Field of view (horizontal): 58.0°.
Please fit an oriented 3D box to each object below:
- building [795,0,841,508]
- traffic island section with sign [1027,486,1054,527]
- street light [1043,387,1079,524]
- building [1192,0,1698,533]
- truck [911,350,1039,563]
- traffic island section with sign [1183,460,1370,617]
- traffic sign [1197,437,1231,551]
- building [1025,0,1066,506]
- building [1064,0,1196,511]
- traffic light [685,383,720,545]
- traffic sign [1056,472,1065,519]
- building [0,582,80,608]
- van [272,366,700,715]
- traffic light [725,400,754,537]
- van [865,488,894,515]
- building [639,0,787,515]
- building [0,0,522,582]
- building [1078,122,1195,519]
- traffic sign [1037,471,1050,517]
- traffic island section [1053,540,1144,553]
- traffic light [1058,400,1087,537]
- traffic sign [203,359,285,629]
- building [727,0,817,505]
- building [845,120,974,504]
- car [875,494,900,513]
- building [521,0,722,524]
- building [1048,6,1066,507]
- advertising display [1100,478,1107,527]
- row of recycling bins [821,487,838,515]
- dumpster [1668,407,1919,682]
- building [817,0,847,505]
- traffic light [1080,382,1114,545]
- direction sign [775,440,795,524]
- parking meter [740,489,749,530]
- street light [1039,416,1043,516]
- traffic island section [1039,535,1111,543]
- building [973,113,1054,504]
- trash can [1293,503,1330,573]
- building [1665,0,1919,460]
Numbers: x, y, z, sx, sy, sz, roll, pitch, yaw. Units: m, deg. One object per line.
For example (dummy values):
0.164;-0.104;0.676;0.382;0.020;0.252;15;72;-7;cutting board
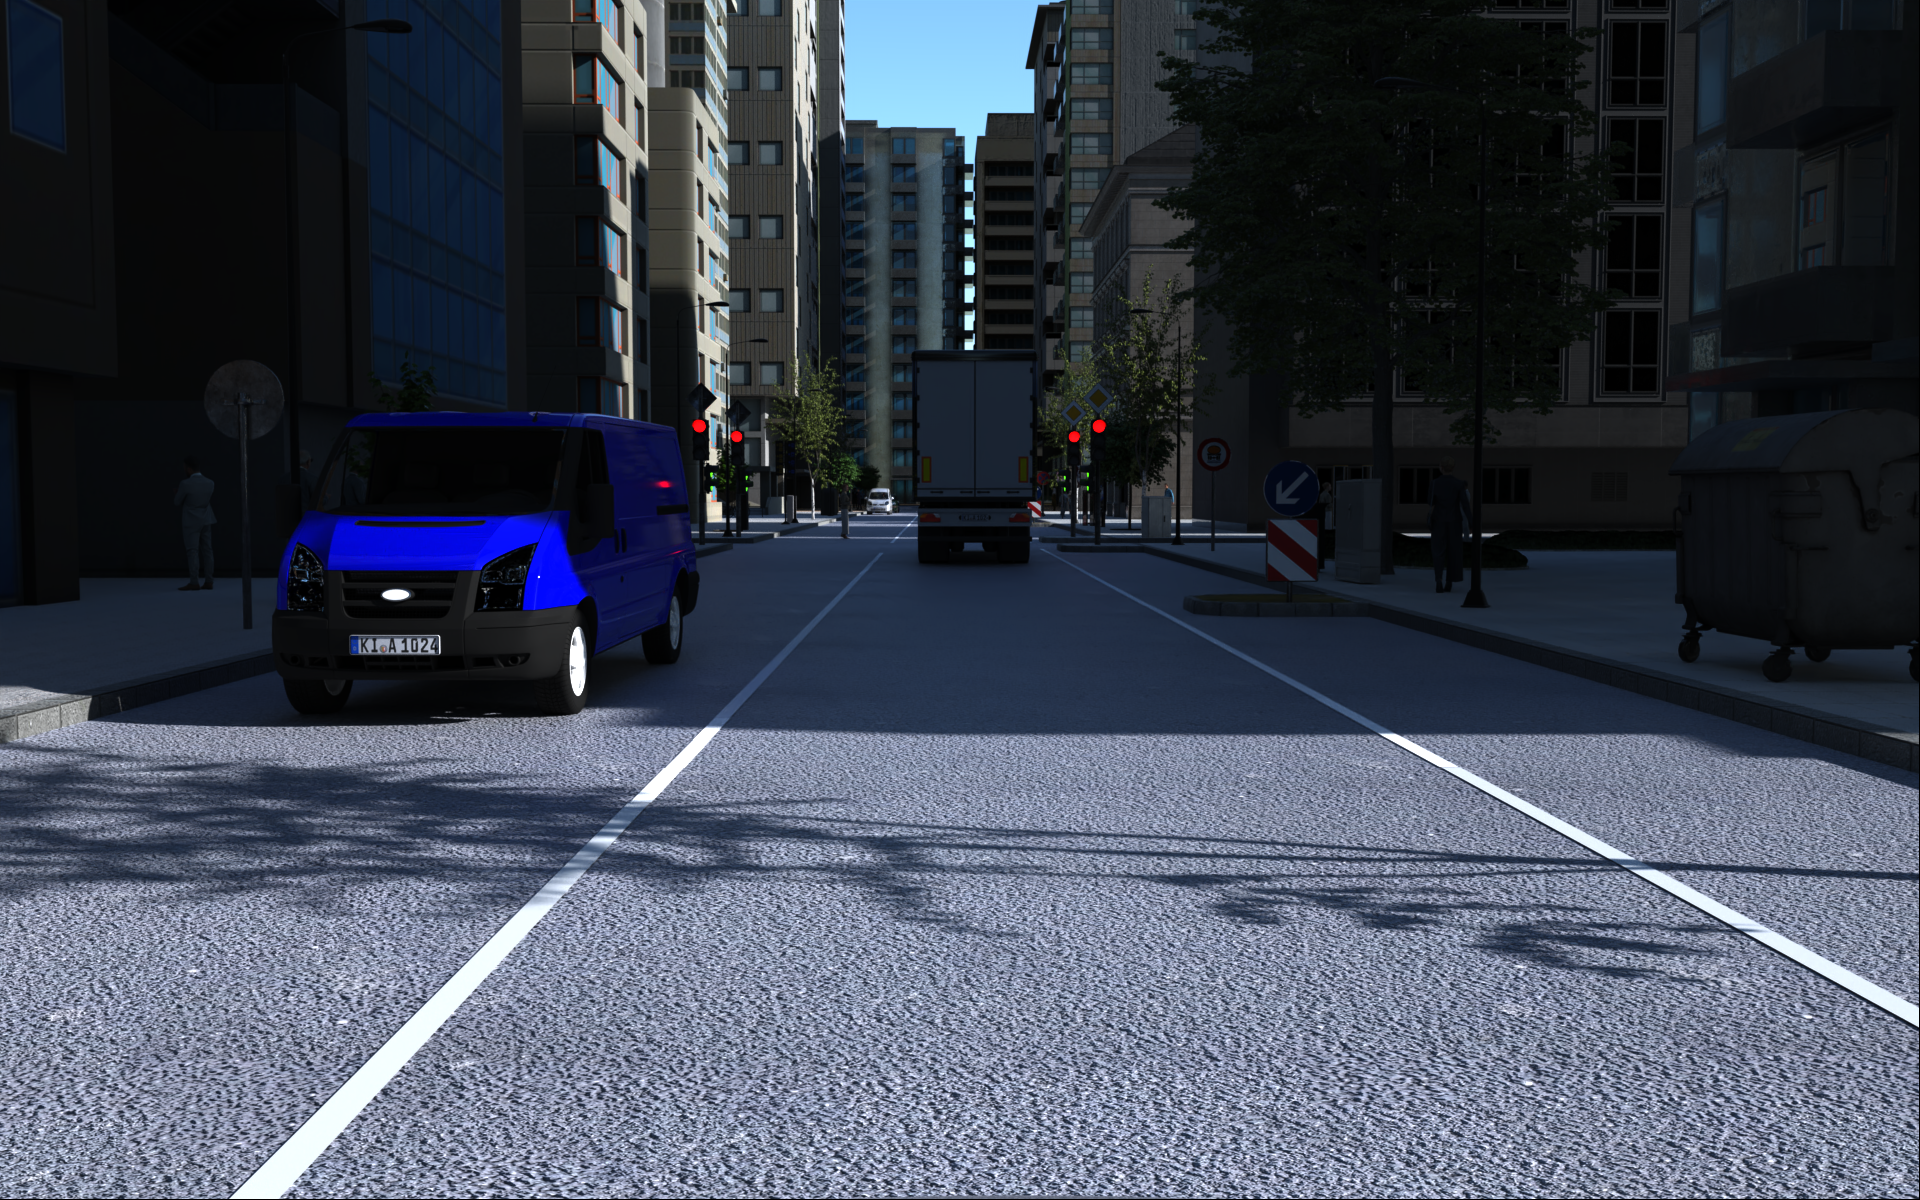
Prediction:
-21.854;-44.404;164.260;20.563;71.187;20.611;0;4;-1;building
3.125;-4.148;76.448;1.989;1.847;2.006;0;4;-1;traffic island section with sign
4.497;-6.289;75.371;1.470;5.913;1.316;0;4;-1;street light
21.247;-16.395;61.558;24.014;27.812;14.314;0;4;-1;building
0.283;-3.080;39.277;2.839;4.237;11.283;0;3;0;truck
3.783;-0.765;21.140;1.989;1.847;2.006;0;4;-1;traffic island section with sign
5.681;-2.368;38.827;0.768;2.556;0.104;0;4;2;traffic sign
21.984;-36.462;185.388;28.713;52.752;27.495;0;4;-1;building
15.013;-27.554;134.096;14.154;41.232;14.086;0;4;-1;building
-6.495;-3.345;43.615;0.839;4.253;0.868;0;4;-1;traffic light
5.354;-5.522;90.395;0.768;2.556;0.104;1;4;9;traffic sign
-17.105;-22.182;12.786;14.600;45.320;14.200;0;4;-1;building
-3.362;-0.529;13.041;2.240;2.365;5.245;0;4;1;van
-6.593;-3.834;51.599;0.839;4.253;0.868;0;4;-1;traffic light
-5.628;-6.979;121.116;2.013;2.044;4.112;0;4;0;van
-27.861;-25.629;110.911;32.217;40.220;23.993;0;4;-1;building
-17.091;-23.366;32.148;14.200;45.320;14.600;0;4;-1;building
12.682;-15.657;106.899;10.553;20.767;40.483;0;4;-1;building
4.693;-5.964;97.611;0.768;2.556;0.104;0;4;1;traffic sign
3.505;-1.320;43.866;2.009;0.180;2.903;0;4;-1;traffic island section
3.367;-3.842;51.736;0.839;4.253;0.868;0;4;-1;traffic light
-6.772;-0.996;16.392;0.768;2.556;0.104;0;4;1;traffic sign
-25.843;-33.732;140.764;28.713;52.752;27.495;0;4;-1;building
-13.565;-36.998;224.532;30.456;49.044;23.786;0;4;-1;building
-5.536;-7.456;131.690;2.009;1.686;4.222;0;4;1;car
-25.127;-13.656;68.316;27.650;21.520;28.899;0;4;-1;building
20.026;-32.816;156.149;23.786;49.044;30.456;0;4;-1;building
5.508;-3.803;67.401;0.123;1.923;0.974;-1;4;-11;advertising display
-7.959;-6.015;105.463;1.069;1.692;3.534;0;4;-2;row of recycling bins
6.071;-0.409;12.448;1.264;1.857;1.865;0;4;-1;dumpster
-26.652;-39.510;187.982;28.212;58.520;21.231;0;4;-1;building
3.465;-3.354;43.752;0.839;4.253;0.868;0;4;-1;traffic light
-7.384;-4.970;73.252;0.876;3.537;0.379;-2;4;-28;direction sign
-7.706;-3.430;61.789;0.255;1.863;0.399;0;4;5;parking meter
4.251;-7.803;100.122;1.470;5.913;1.316;0;4;-1;street light
3.408;-1.809;51.851;2.009;0.180;2.903;0;4;-1;traffic island section
12.475;-36.700;223.741;21.600;48.544;21.300;0;4;-1;building
5.675;-1.024;28.392;0.748;1.137;0.748;0;3;0;trash can
24.041;-24.501;20.206;23.786;49.044;30.456;0;4;-1;building
